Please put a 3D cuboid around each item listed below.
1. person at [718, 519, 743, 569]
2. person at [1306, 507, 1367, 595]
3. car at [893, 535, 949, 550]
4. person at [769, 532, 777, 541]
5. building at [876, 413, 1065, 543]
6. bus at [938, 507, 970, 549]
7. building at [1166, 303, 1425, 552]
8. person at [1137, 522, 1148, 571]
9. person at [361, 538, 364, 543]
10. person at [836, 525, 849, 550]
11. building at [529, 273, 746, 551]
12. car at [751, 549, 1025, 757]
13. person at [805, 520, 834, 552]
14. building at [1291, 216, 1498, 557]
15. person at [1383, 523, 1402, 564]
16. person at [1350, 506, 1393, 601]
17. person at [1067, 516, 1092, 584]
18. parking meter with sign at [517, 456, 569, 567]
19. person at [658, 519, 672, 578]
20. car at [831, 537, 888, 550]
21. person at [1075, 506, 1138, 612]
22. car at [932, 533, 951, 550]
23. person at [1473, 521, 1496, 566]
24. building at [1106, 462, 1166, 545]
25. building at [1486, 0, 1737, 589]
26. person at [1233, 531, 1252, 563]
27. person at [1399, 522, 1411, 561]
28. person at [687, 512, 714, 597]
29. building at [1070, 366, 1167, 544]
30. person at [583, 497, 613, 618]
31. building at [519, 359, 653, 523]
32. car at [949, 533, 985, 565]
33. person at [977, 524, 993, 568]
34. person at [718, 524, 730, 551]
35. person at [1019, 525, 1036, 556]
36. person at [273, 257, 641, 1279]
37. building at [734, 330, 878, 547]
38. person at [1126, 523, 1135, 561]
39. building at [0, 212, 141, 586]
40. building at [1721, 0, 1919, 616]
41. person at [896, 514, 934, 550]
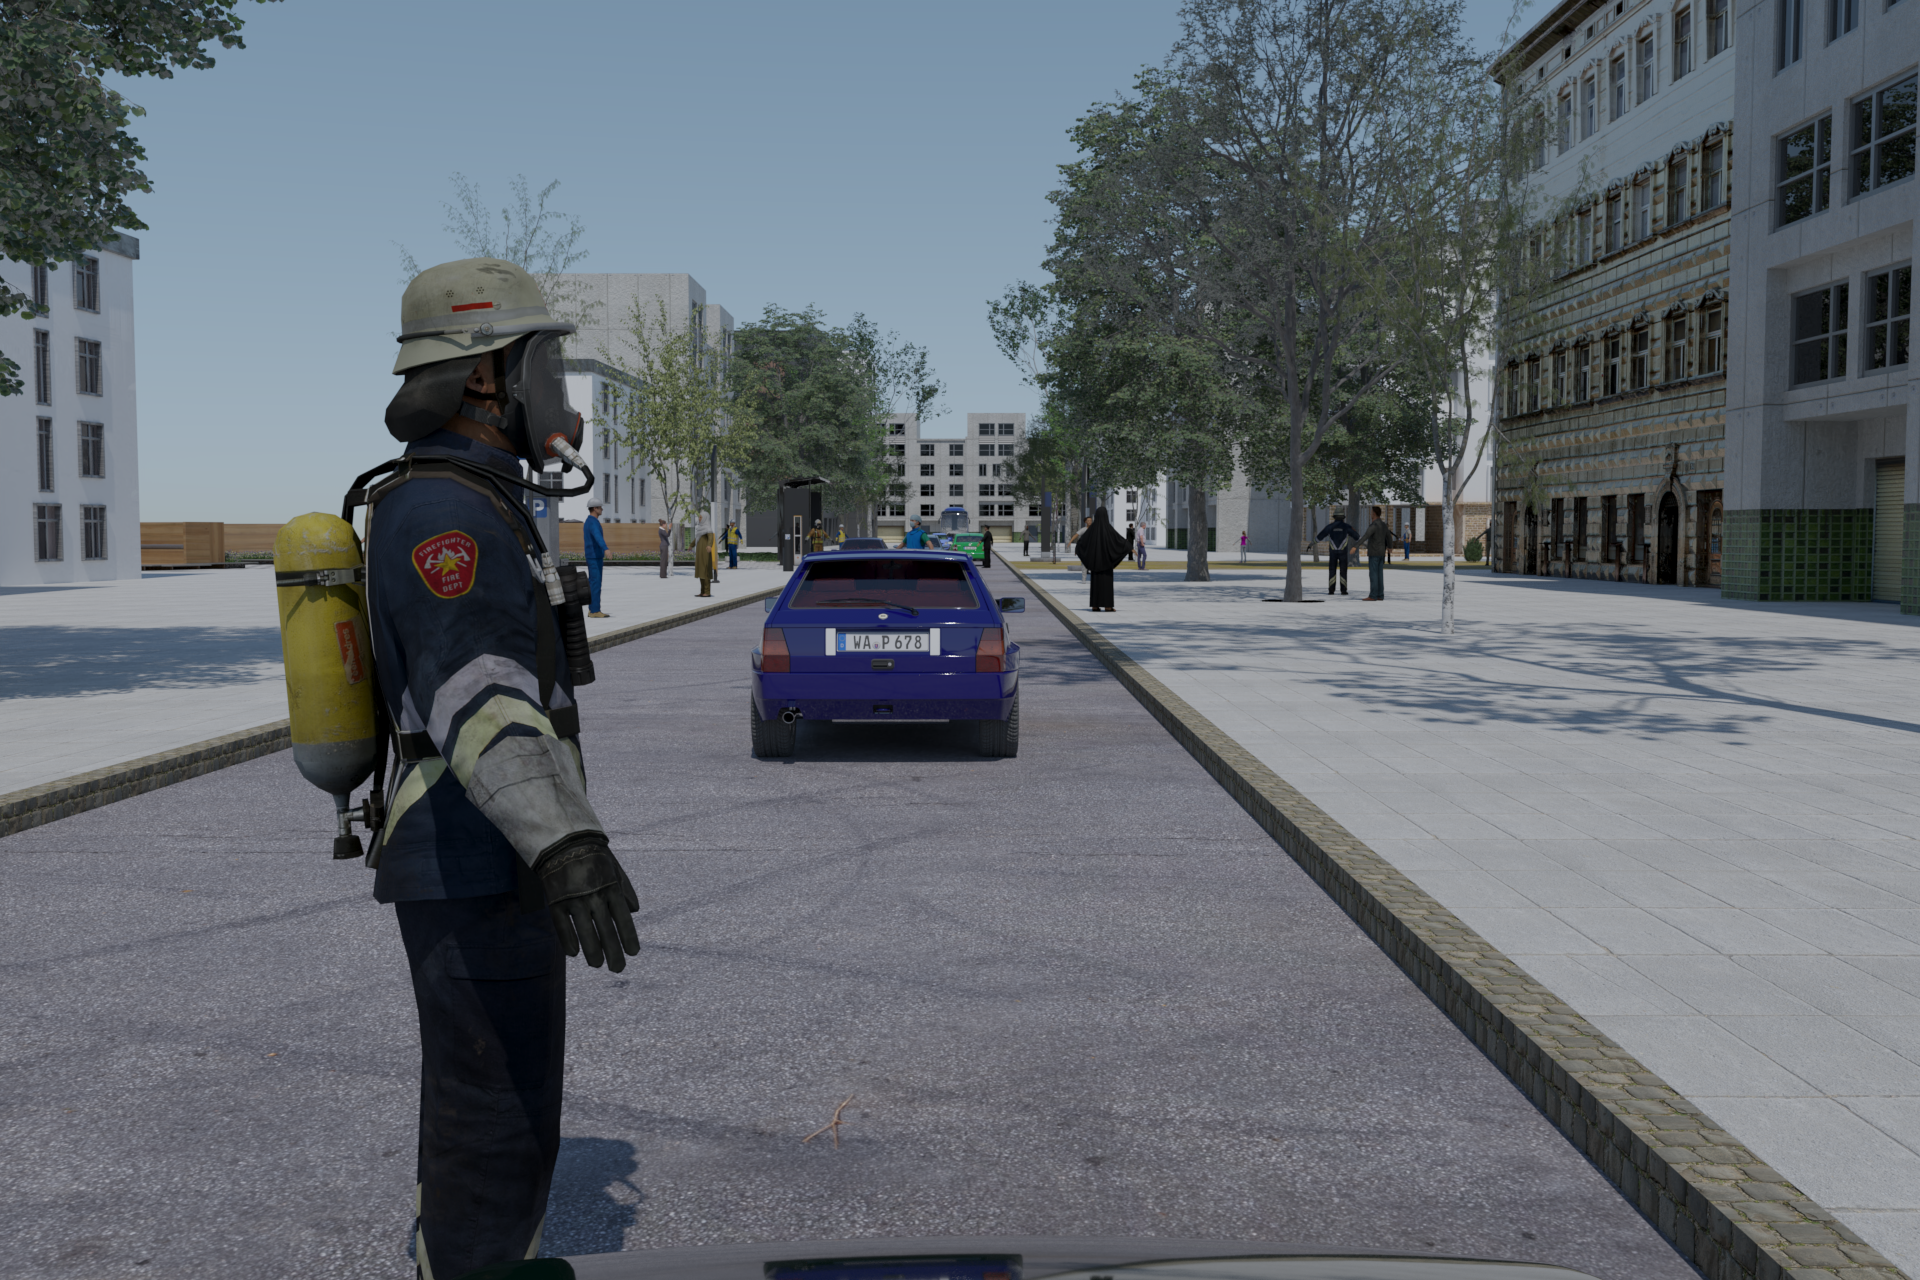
[{"bbox_3d":[-8.385,-3.533,63.737,1.349,1.833,0.705,3,5,43],"label":"person"},{"bbox_3d":[7.970,-1.871,36.461,1.351,1.845,0.704,1,4,17],"label":"person"},{"bbox_3d":[-1.410,-3.118,62.975,2.014,1.417,4.499,0,4,1],"label":"car"},{"bbox_3d":[-9.980,-5.518,96.407,1.347,1.806,0.705,1,4,21],"label":"person"},{"bbox_3d":[1.131,-23.861,259.047,31.486,18.905,16.747,0,4,1],"label":"building"},{"bbox_3d":[-0.446,-10.417,161.860,2.896,3.916,12.251,0,4,1],"label":"bus"},{"bbox_3d":[26.376,-16.489,136.052,16.747,18.905,31.486,0,4,0],"label":"building"},{"bbox_3d":[6.456,-3.314,61.169,0.436,1.711,0.756,0,4,5],"label":"person"},{"bbox_3d":[-11.856,-1.794,35.505,0.704,1.807,1.345,2,4,30],"label":"person"},{"bbox_3d":[-5.996,-5.038,88.843,0.721,1.772,1.216,2,4,33],"label":"person"},{"bbox_3d":[-26.800,-16.330,133.449,16.747,18.905,31.486,0,4,0],"label":"building"},{"bbox_3d":[-0.483,0.007,12.468,1.945,1.354,3.894,0,4,0],"label":"car"},{"bbox_3d":[-5.597,-3.834,68.461,1.354,1.858,0.705,-3,4,-36],"label":"person"},{"bbox_3d":[26.365,-15.502,109.878,16.016,20.090,11.380,0,4,0],"label":"building"},{"bbox_3d":[18.128,-4.083,73.480,1.216,1.740,0.721,0,4,-3],"label":"person"},{"bbox_3d":[7.950,-1.660,33.203,1.348,1.821,0.705,-3,5,-43],"label":"person"},{"bbox_3d":[3.342,-2.318,44.664,1.217,1.739,0.721,-1,4,-13],"label":"person"},{"bbox_3d":[-6.924,-1.992,28.823,0.543,3.016,1.738,0,4,0],"label":"parking meter with sign"},{"bbox_3d":[-8.447,-2.638,49.983,0.742,1.727,0.445,3,5,40],"label":"person"},{"bbox_3d":[-3.028,-2.553,54.322,1.945,1.354,3.894,0,4,0],"label":"car"},{"bbox_3d":[2.386,-1.331,28.549,1.214,1.737,0.721,3,4,38],"label":"person"},{"bbox_3d":[-1.720,-8.220,143.981,1.945,1.707,3.694,0,4,0],"label":"car"},{"bbox_3d":[21.570,-3.920,70.367,1.348,1.796,0.705,1,4,12],"label":"person"},{"bbox_3d":[23.126,-16.381,209.974,9.099,9.664,28.070,0,4,1],"label":"building"},{"bbox_3d":[26.789,-13.245,47.486,19.493,23.208,18.063,0,4,0],"label":"building"},{"bbox_3d":[12.682,-4.186,77.704,0.991,1.433,0.599,-2,4,-25],"label":"person"},{"bbox_3d":[21.472,-4.740,83.354,0.705,1.847,1.347,0,4,-6],"label":"person"},{"bbox_3d":[-5.272,-1.736,35.164,0.721,1.736,1.217,-2,4,-28],"label":"person"},{"bbox_3d":[24.676,-24.572,232.672,19.493,23.208,18.063,0,4,0],"label":"building"},{"bbox_3d":[-5.578,-1.268,26.612,0.705,1.842,1.347,-1,4,-22],"label":"person"},{"bbox_3d":[-21.726,-9.481,97.160,9.099,9.664,28.070,0,4,1],"label":"building"},{"bbox_3d":[0.416,-4.261,78.469,1.959,1.807,4.718,0,4,-1],"label":"car"},{"bbox_3d":[1.116,-3.934,72.717,0.705,1.837,1.347,2,4,28],"label":"person"},{"bbox_3d":[-13.104,-5.619,97.805,1.347,1.837,0.705,-3,5,-43],"label":"person"},{"bbox_3d":[3.824,-5.703,99.378,0.705,1.813,1.348,3,5,44],"label":"person"},{"bbox_3d":[-0.724,0.337,2.732,0.705,1.856,1.354,-1,4,-19],"label":"person"},{"bbox_3d":[-24.122,-21.168,190.068,27.936,21.610,32.646,0,4,1],"label":"building"},{"bbox_3d":[8.240,-4.707,83.139,0.705,1.806,1.347,-1,4,-19],"label":"person"},{"bbox_3d":[-24.274,-5.705,35.420,9.099,9.664,28.070,0,4,1],"label":"building"},{"bbox_3d":[23.265,-9.271,18.045,16.747,18.905,31.486,0,4,1],"label":"building"},{"bbox_3d":[-0.898,-1.554,33.987,0.704,1.817,1.347,-3,5,-43],"label":"person"}]
